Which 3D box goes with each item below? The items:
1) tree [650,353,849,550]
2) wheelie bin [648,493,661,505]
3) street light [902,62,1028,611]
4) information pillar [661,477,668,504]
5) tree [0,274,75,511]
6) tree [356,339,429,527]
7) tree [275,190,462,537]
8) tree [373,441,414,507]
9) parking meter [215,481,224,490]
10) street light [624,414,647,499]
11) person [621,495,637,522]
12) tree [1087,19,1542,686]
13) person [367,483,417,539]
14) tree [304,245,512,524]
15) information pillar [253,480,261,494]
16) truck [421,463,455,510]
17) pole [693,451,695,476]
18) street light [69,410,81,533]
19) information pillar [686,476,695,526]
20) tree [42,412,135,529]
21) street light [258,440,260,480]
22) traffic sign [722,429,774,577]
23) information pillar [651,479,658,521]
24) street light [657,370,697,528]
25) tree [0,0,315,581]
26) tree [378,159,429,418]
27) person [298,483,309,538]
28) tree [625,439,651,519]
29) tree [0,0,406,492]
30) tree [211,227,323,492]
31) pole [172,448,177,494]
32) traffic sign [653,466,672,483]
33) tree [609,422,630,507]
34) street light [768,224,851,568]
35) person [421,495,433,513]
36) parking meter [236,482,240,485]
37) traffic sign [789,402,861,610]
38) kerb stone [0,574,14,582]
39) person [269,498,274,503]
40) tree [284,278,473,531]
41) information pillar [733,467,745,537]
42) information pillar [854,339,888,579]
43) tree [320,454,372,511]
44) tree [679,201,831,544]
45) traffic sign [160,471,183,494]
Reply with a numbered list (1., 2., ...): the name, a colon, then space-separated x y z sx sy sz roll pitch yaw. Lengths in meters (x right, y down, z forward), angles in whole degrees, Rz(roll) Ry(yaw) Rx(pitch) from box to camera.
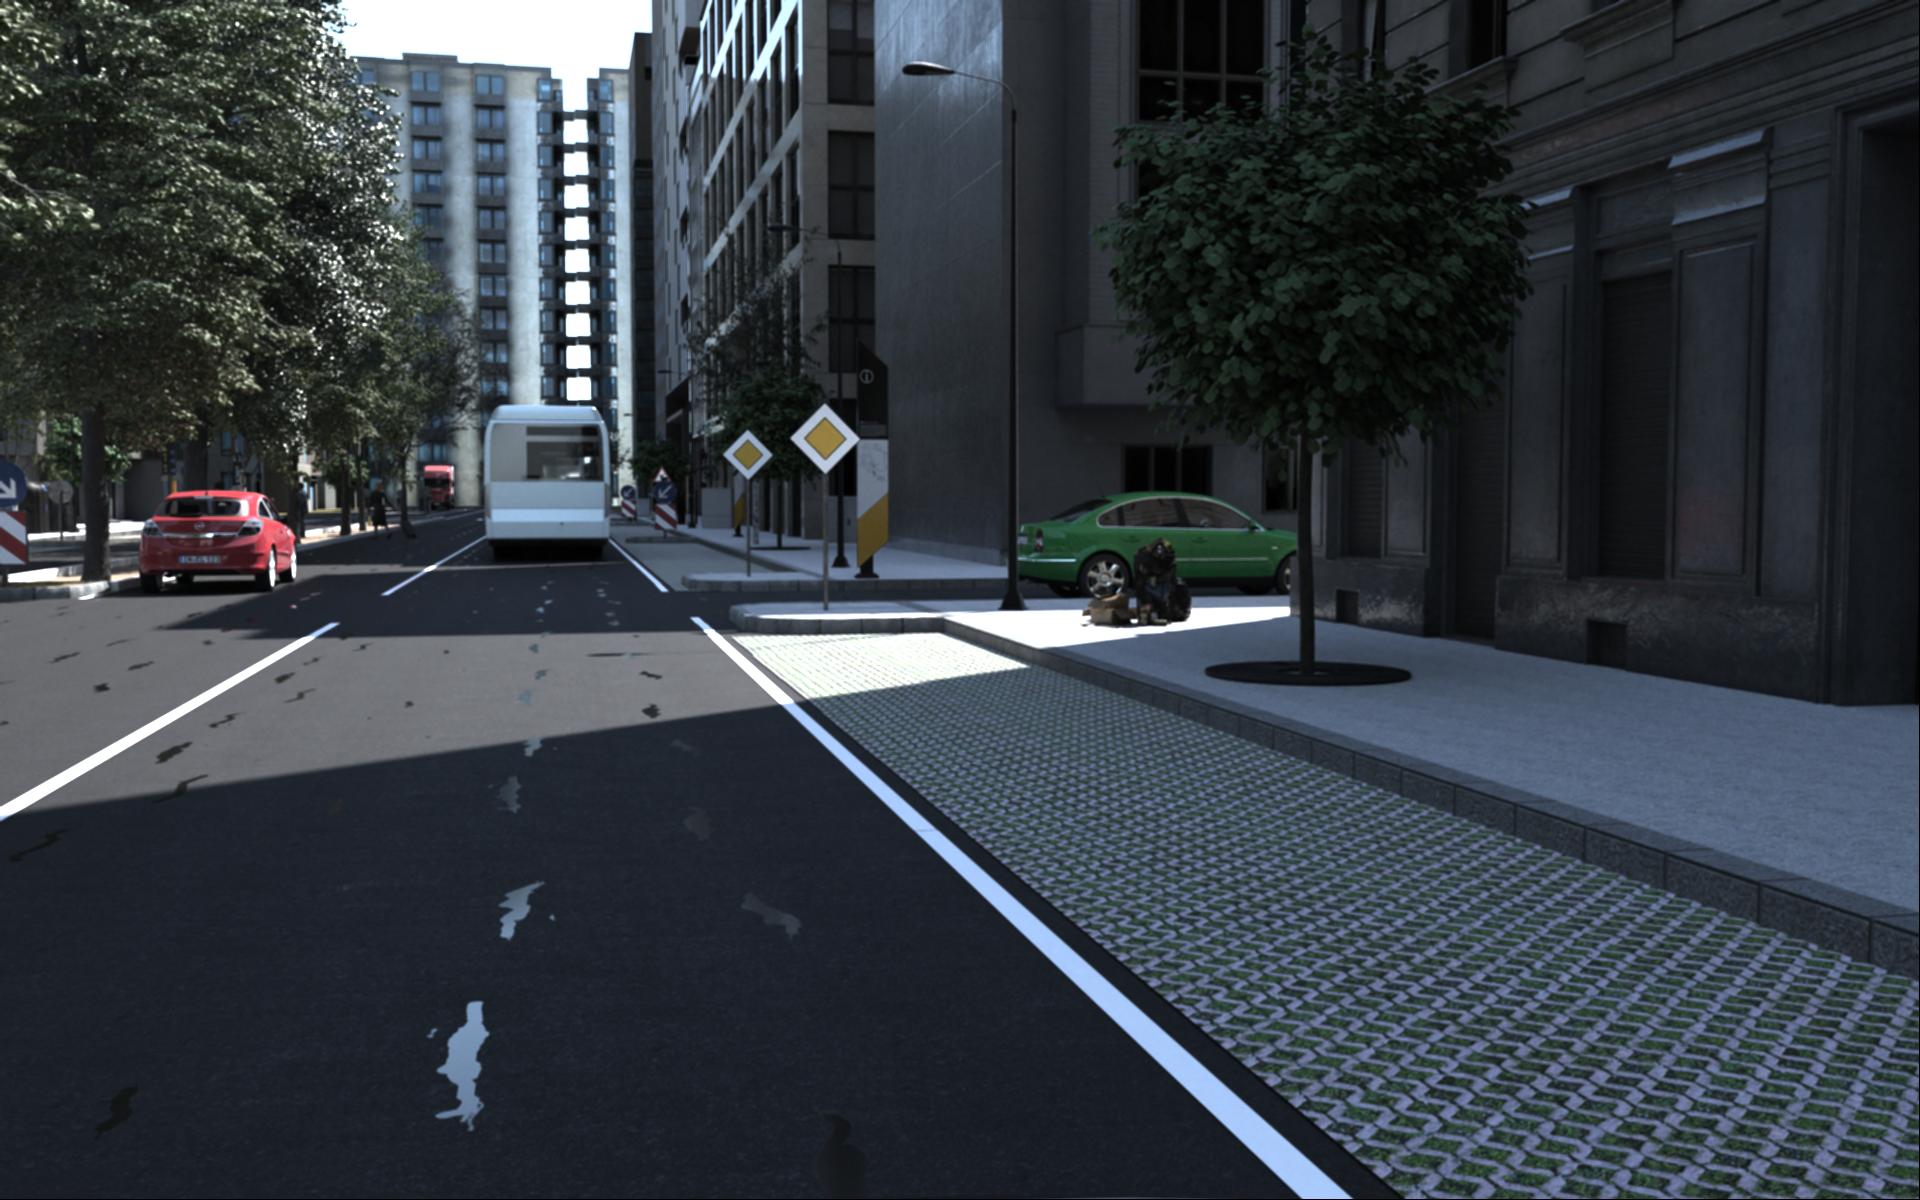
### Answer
1. tree: -4.141 -3.452 40.154 4.285 4.588 4.351 0 3 0
2. wheelie bin: -15.273 -4.856 87.307 0.980 1.594 0.693 -2 4 -26
3. street light: 0.062 -2.838 18.936 1.470 5.913 1.316 -1 4 -13
4. information pillar: -12.748 -4.300 74.795 0.304 2.012 0.304 0 4 -8
5. tree: -28.966 -6.282 53.075 4.737 8.622 4.395 0 3 0
6. tree: -24.653 -7.394 73.717 4.737 8.622 4.395 0 3 0
7. tree: -20.615 -7.942 58.057 9.928 11.665 9.643 0 3 0
8. tree: -56.110 -13.535 171.662 4.360 8.622 3.978 0 3 0
9. parking meter: -34.373 -4.569 80.410 0.399 1.863 0.255 2 4 29
10. street light: -18.748 -7.817 100.351 1.470 5.913 1.316 -1 4 -13
11. person: -16.067 -4.592 84.059 0.782 1.767 0.515 -1 4 -10
12. tree: 2.515 -1.742 12.198 4.285 4.588 4.351 0 3 0
13. person: -18.259 -2.859 55.460 1.509 1.804 0.699 1 4 12
14. tree: -26.617 -10.386 82.633 12.009 13.543 11.850 0 3 0
15. information pillar: -37.168 -5.330 91.642 0.304 2.012 0.304 -3 4 -38
16. truck: -48.391 -10.524 160.976 2.839 4.237 11.283 -1 4 -14
17. pole: -12.693 -5.410 82.296 0.158 3.312 0.155 0 3 0
18. street light: -28.810 -5.187 57.349 1.470 5.913 1.316 -1 4 -13
19. information pillar: -10.998 -4.050 70.710 0.304 2.012 0.304 -1 4 -23
20. tree: -32.001 -4.885 63.583 4.285 4.588 4.351 0 3 0
21. street light: -36.997 -7.358 92.846 1.470 5.913 1.316 -1 4 -13
22. traffic sign: -3.281 -1.418 26.827 0.795 2.450 0.064 -1 4 -13
23. information pillar: -14.519 -4.764 82.378 0.304 2.012 0.304 -1 4 -19
24. street light: -10.628 -5.657 65.029 1.470 5.913 1.316 -1 4 -13
25. tree: -13.490 -6.489 26.679 7.486 12.596 7.792 0 3 0
26. tree: -19.189 -7.875 49.336 7.486 12.596 7.792 0 3 0
27. person: -21.198 -2.879 55.751 0.419 1.800 0.721 -1 4 -19
28. tree: -15.597 -6.494 89.897 4.285 4.588 4.351 0 3 0
29. tree: -16.003 -7.750 35.831 9.857 13.997 8.962 0 3 0
30. tree: -17.948 -5.532 43.260 4.737 8.622 4.395 0 3 0
31. pole: -35.003 -5.094 77.130 0.158 3.312 0.155 0 3 0
32. traffic sign: -13.720 -4.880 79.790 0.884 2.594 0.081 -1 4 -9
33. tree: -35.609 -13.821 176.331 4.360 8.622 3.978 0 3 0
34. street light: -2.618 -3.519 30.073 1.470 5.913 1.316 -1 4 -13
35. person: -40.295 -7.429 130.697 1.217 1.736 0.721 1 4 21
36. parking meter: -35.506 -4.874 85.401 0.255 1.863 0.399 0 4 -5
37. traffic sign: -1.483 -0.942 19.046 0.795 2.450 0.064 -1 4 -13
38. kerb stone: -15.022 -0.314 27.378 0.120 0.150 1.000 -1 4 -13
39. person: -28.319 -3.558 71.336 0.373 1.253 0.362 -1 4 -21
40. tree: -23.019 -7.936 66.616 8.767 10.594 7.601 -1 4 -13
41. information pillar: -6.622 -3.703 51.904 0.183 3.616 0.504 -3 4 -36
42. information pillar: -1.344 -2.139 26.322 0.504 3.616 0.183 -1 4 -17
43. tree: -49.789 -9.657 141.610 4.285 4.588 4.351 0 3 0
44. tree: -5.258 -5.741 44.233 4.360 8.622 3.978 0 3 0
45. traffic sign: -32.564 -4.374 71.526 0.884 2.594 0.081 -1 4 -11
